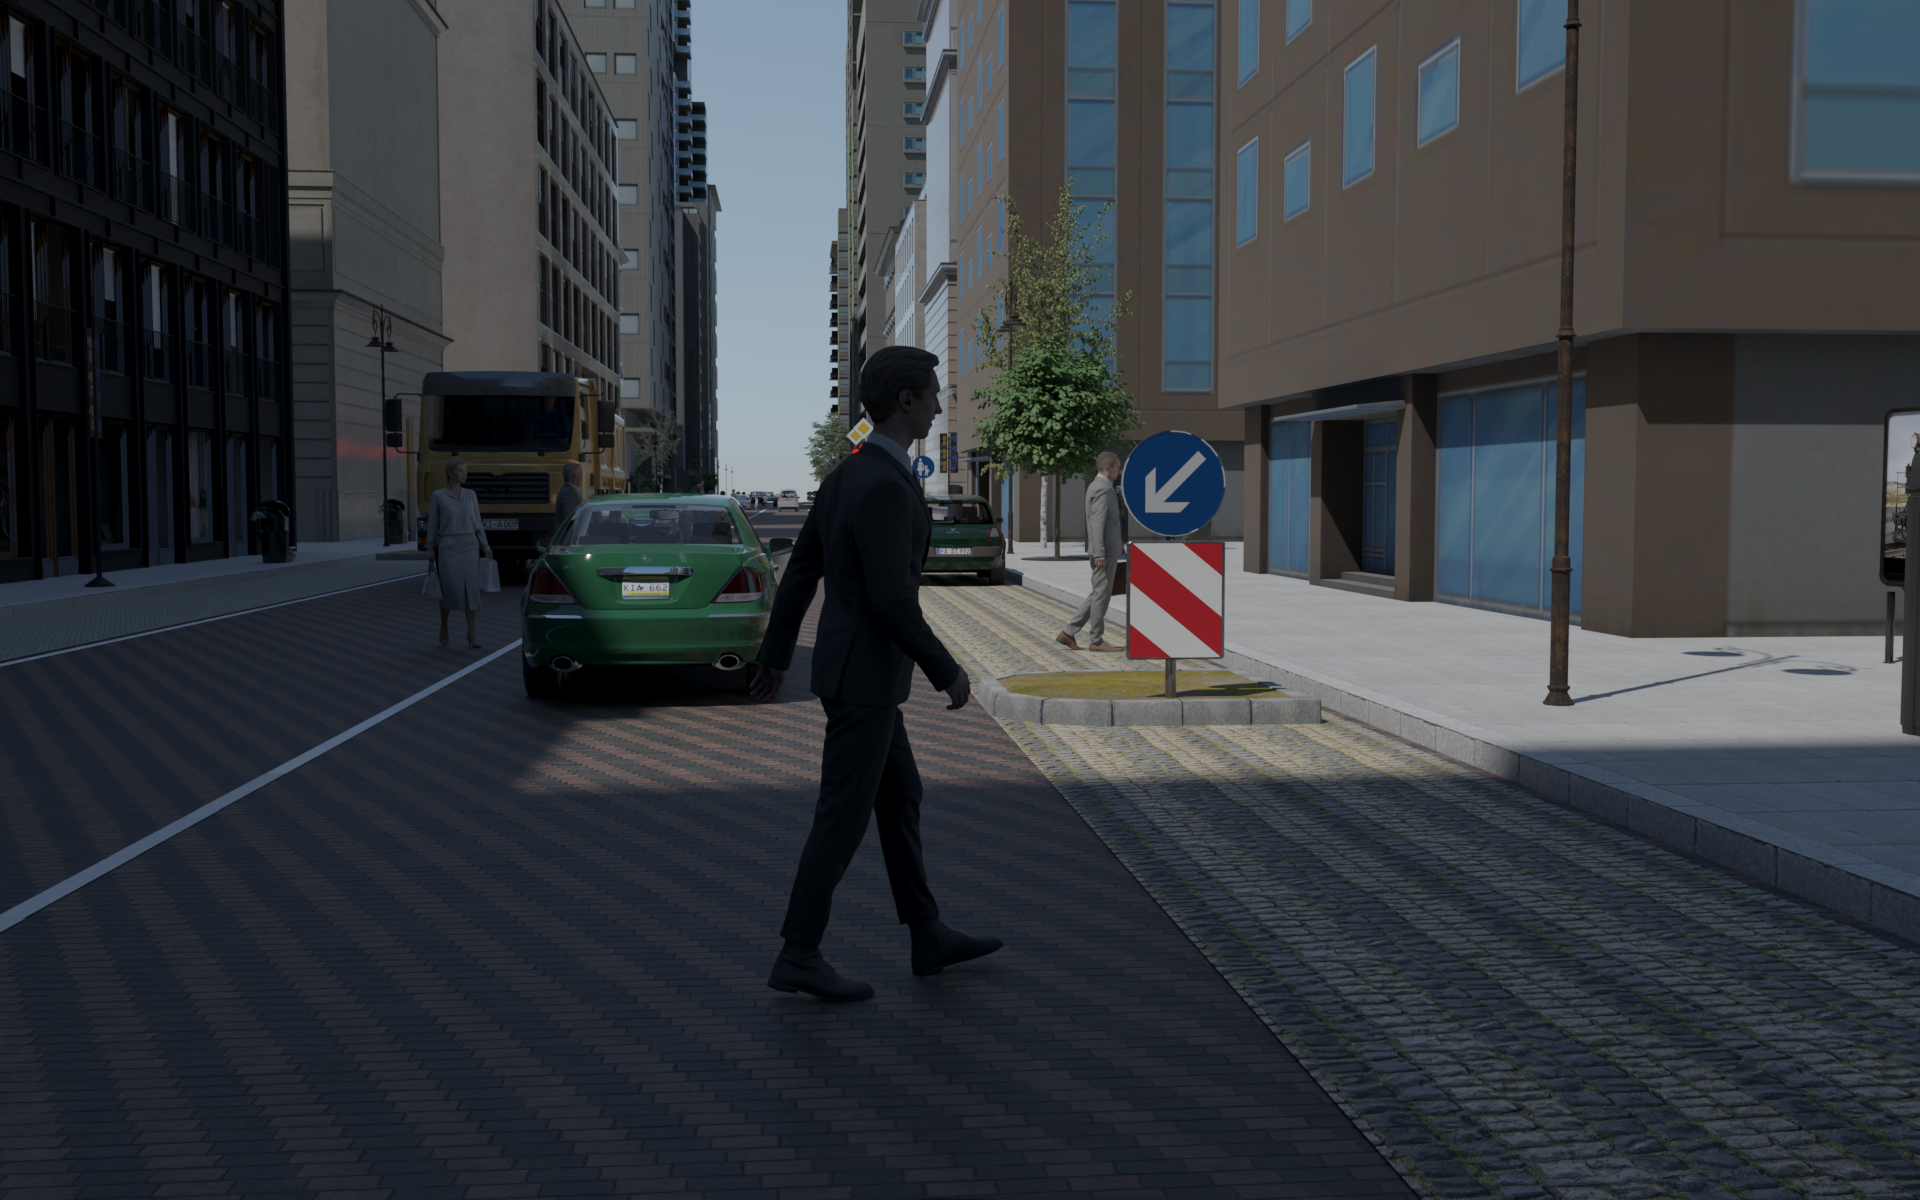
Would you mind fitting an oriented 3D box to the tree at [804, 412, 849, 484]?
[{"bbox_3d":[-17.652,-19.600,238.589,7.486,12.596,7.792,0,3,0],"label":"tree"}]

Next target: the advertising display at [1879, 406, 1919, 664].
[{"bbox_3d":[7.095,-0.455,12.659,0.123,1.923,0.974,0,4,-7],"label":"advertising display"}]

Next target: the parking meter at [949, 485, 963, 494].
[{"bbox_3d":[-0.106,-2.308,46.140,0.372,1.533,0.369,0,3,0],"label":"parking meter"}]

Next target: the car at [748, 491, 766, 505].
[{"bbox_3d":[-25.773,-12.894,219.496,2.281,1.827,5.304,0,4,-6],"label":"car"}]

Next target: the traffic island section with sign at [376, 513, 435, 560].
[{"bbox_3d":[-11.648,-1.808,38.194,1.989,1.847,2.006,0,4,-5],"label":"traffic island section with sign"}]

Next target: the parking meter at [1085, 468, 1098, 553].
[{"bbox_3d":[2.910,-1.976,38.012,0.255,1.863,0.399,1,4,22],"label":"parking meter"}]

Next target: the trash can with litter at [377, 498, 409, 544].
[{"bbox_3d":[-14.574,-2.033,44.624,0.624,1.170,1.055,0,4,-5],"label":"trash can with litter"}]

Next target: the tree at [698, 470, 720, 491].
[{"bbox_3d":[-32.364,-14.548,221.570,4.285,4.588,4.351,0,3,0],"label":"tree"}]

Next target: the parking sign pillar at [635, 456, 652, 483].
[{"bbox_3d":[-22.187,-8.122,121.268,1.447,3.967,1.447,2,4,35],"label":"parking sign pillar"}]

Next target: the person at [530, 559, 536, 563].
[{"bbox_3d":[-9.004,-1.642,35.768,0.576,1.772,0.534,0,4,-3],"label":"person"}]

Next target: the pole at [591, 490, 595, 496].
[{"bbox_3d":[-18.530,-5.723,87.407,0.158,3.312,0.155,0,3,0],"label":"pole"}]

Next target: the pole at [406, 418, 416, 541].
[{"bbox_3d":[-14.849,-3.241,46.833,0.158,3.312,0.155,0,3,0],"label":"pole"}]

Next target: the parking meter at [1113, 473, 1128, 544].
[{"bbox_3d":[4.145,-2.377,44.568,0.399,1.863,0.255,1,4,23],"label":"parking meter"}]

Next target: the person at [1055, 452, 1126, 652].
[{"bbox_3d":[1.301,-0.429,15.634,0.853,1.813,0.709,0,4,-4],"label":"person"}]

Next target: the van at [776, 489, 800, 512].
[{"bbox_3d":[-14.158,-8.295,142.642,2.013,2.044,4.112,0,4,-7],"label":"van"}]

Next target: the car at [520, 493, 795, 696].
[{"bbox_3d":[-2.367,-0.124,13.820,2.131,1.459,4.920,0,4,-7],"label":"car"}]

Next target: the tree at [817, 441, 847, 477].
[{"bbox_3d":[-16.905,-17.219,231.896,4.360,8.622,3.978,0,3,0],"label":"tree"}]

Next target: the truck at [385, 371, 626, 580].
[{"bbox_3d":[-7.521,-2.110,30.421,3.469,3.379,9.791,0,4,-7],"label":"truck"}]

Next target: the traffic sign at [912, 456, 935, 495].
[{"bbox_3d":[-1.213,-3.503,57.385,0.768,2.556,0.104,0,4,4],"label":"traffic sign"}]

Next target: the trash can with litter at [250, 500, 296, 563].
[{"bbox_3d":[-12.846,-1.290,32.477,0.624,1.170,1.055,0,4,-8],"label":"trash can with litter"}]

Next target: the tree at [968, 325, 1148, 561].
[{"bbox_3d":[1.961,-3.050,33.577,4.285,4.588,4.351,0,3,0],"label":"tree"}]

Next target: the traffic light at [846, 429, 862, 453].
[{"bbox_3d":[-4.320,-5.062,71.686,0.839,4.253,0.868,0,4,-5],"label":"traffic light"}]

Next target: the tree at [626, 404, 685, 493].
[{"bbox_3d":[-23.980,-11.450,137.573,4.360,8.622,3.978,0,3,0],"label":"tree"}]

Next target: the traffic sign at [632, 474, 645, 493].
[{"bbox_3d":[-19.993,-6.579,107.667,0.768,2.556,0.104,0,4,-5],"label":"traffic sign"}]

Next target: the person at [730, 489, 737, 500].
[{"bbox_3d":[-16.675,-7.277,127.698,0.478,1.798,0.641,2,4,30],"label":"person"}]

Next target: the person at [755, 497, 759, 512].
[{"bbox_3d":[-16.070,-7.575,137.373,0.382,1.210,0.505,-2,4,-24],"label":"person"}]

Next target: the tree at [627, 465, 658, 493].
[{"bbox_3d":[-21.382,-7.371,115.122,1.663,3.219,1.824,0,3,0],"label":"tree"}]

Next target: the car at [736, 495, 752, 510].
[{"bbox_3d":[-19.990,-8.885,157.631,2.083,1.381,4.827,0,4,-7],"label":"car"}]

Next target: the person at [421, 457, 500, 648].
[{"bbox_3d":[-4.704,-0.455,16.290,0.694,1.780,0.624,-1,4,-20],"label":"person"}]

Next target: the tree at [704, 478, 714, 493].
[{"bbox_3d":[-30.106,-13.143,209.487,1.663,3.219,1.824,0,3,0],"label":"tree"}]

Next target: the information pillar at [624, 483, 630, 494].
[{"bbox_3d":[-21.512,-6.574,111.974,0.304,2.012,0.304,1,4,14],"label":"information pillar"}]

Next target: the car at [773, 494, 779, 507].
[{"bbox_3d":[-20.053,-11.358,194.497,1.959,1.807,4.718,0,4,-4],"label":"car"}]

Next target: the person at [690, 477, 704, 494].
[{"bbox_3d":[-6.327,-2.086,42.418,0.447,1.846,0.655,1,4,14],"label":"person"}]

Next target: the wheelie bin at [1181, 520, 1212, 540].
[{"bbox_3d":[5.465,-1.981,40.296,0.980,1.594,0.693,-1,4,-13],"label":"wheelie bin"}]

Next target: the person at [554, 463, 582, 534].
[{"bbox_3d":[-4.236,-0.628,19.162,0.834,1.777,0.661,-2,4,-28],"label":"person"}]

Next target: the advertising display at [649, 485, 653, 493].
[{"bbox_3d":[-20.919,-6.836,116.974,0.123,1.923,0.974,-2,4,-24],"label":"advertising display"}]

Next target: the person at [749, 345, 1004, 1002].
[{"bbox_3d":[-0.197,0.200,5.000,0.755,1.850,0.659,-1,4,-17],"label":"person"}]

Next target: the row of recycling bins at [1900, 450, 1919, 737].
[{"bbox_3d":[6.810,-0.132,9.276,3.534,1.692,1.069,-1,4,-10],"label":"row of recycling bins"}]

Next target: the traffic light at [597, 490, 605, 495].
[{"bbox_3d":[-14.732,-5.000,70.676,0.839,4.253,0.868,0,4,-5],"label":"traffic light"}]

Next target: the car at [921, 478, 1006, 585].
[{"bbox_3d":[-0.239,-1.143,28.480,2.009,1.686,4.222,0,4,-4],"label":"car"}]

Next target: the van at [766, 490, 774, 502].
[{"bbox_3d":[-30.811,-16.706,280.158,2.013,2.044,4.112,0,4,-6],"label":"van"}]

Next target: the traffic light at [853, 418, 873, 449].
[{"bbox_3d":[-3.558,-4.576,63.737,0.839,4.253,0.868,0,4,-5],"label":"traffic light"}]

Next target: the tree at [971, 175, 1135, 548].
[{"bbox_3d":[2.018,-5.535,40.867,4.737,8.622,4.395,0,3,0],"label":"tree"}]

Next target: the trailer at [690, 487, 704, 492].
[{"bbox_3d":[-20.239,-7.709,133.088,1.471,1.999,3.904,0,4,-6],"label":"trailer"}]

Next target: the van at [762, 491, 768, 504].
[{"bbox_3d":[-27.801,-14.372,241.994,2.013,2.044,4.112,0,4,-5],"label":"van"}]
